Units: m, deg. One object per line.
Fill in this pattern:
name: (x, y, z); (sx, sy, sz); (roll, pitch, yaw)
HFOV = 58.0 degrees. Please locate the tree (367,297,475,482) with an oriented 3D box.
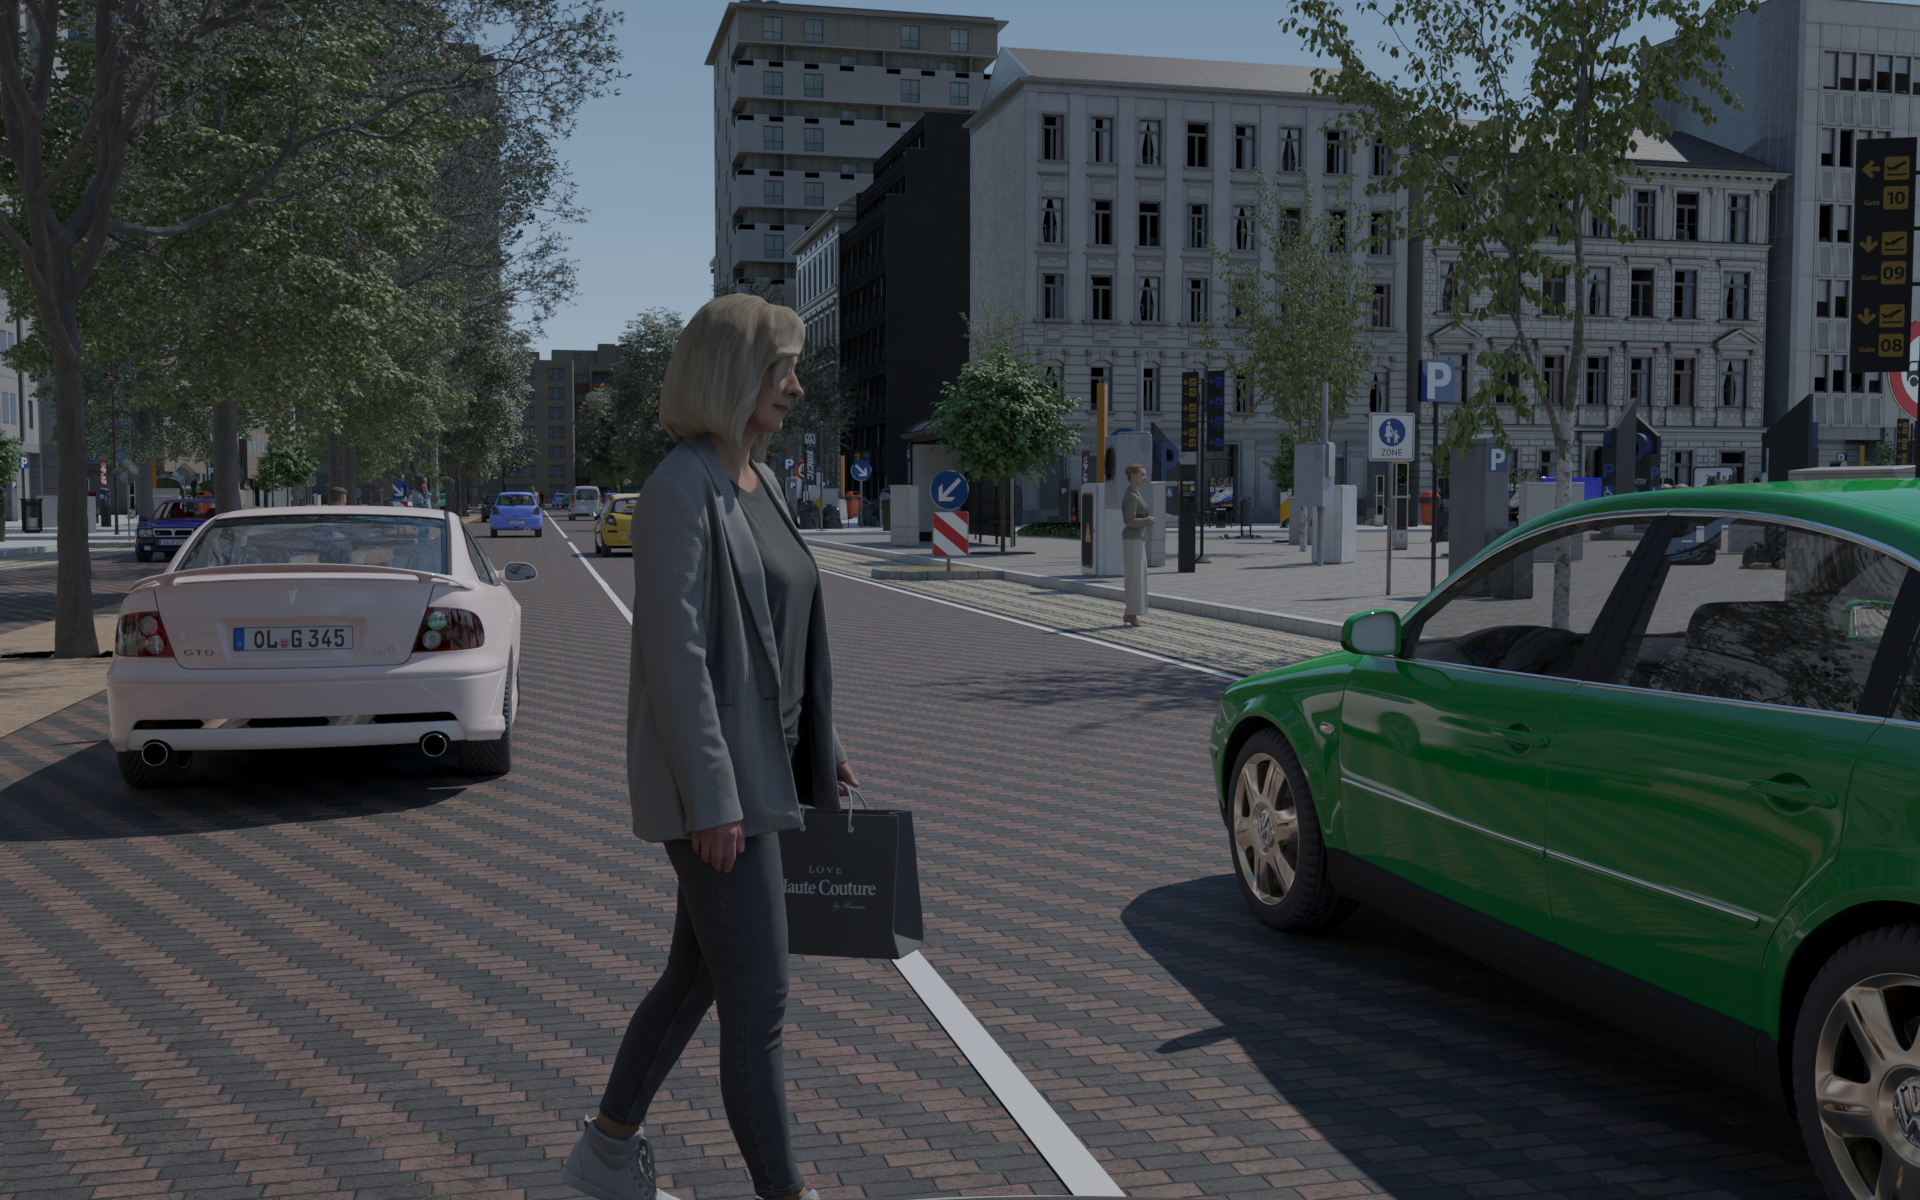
tree: (-19.523, -6.701, 62.374); (4.360, 8.622, 3.978); (0, 3, 0)

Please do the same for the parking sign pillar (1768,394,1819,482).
parking sign pillar: (22.673, -3.589, 47.144); (1.447, 3.967, 1.447); (-1, 4, -23)

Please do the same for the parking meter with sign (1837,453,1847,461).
parking meter with sign: (38.058, -4.718, 73.394); (1.738, 3.016, 0.543); (-1, 4, -12)

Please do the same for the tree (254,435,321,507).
tree: (-36.429, -6.732, 93.780); (4.285, 4.588, 4.351); (0, 3, 0)

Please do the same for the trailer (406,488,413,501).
trailer: (-50.301, -9.282, 158.811); (1.471, 1.999, 3.904); (-1, 4, -15)

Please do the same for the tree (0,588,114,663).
tree: (-7.672, -6.226, 14.627); (12.009, 13.543, 11.850); (0, 3, 0)

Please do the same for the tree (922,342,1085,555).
tree: (0.853, -3.269, 37.157); (4.285, 4.588, 4.351); (0, 3, 0)

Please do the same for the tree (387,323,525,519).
tree: (-28.686, -10.448, 99.030); (9.928, 11.665, 9.643); (0, 3, 0)

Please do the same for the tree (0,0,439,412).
tree: (-10.386, -6.332, 24.111); (7.486, 12.596, 7.792); (0, 3, 0)

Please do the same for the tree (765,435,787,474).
tree: (-14.876, -10.842, 127.632); (4.737, 8.622, 4.395); (0, 3, 0)

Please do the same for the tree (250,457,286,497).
tree: (-35.975, -5.848, 90.218); (1.663, 3.219, 1.824); (0, 3, 0)

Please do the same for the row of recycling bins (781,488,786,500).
row of recycling bins: (-12.630, -7.009, 121.702); (1.069, 1.692, 3.534); (1, 4, 9)

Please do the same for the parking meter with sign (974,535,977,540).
parking meter with sign: (-0.377, -3.186, 48.345); (1.738, 3.016, 0.543); (-1, 4, -9)

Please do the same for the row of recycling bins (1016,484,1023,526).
row of recycling bins: (1.177, -3.879, 70.536); (3.534, 1.692, 1.069); (3, 5, 45)

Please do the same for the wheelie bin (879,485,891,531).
wheelie bin: (-2.406, -3.195, 60.153); (0.693, 1.594, 0.980); (1, 4, 14)

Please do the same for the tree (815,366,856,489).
tree: (-7.470, -8.866, 95.322); (4.360, 8.622, 3.978); (0, 3, 0)

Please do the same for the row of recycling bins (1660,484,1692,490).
row of recycling bins: (29.037, -3.891, 70.731); (1.069, 1.692, 3.534); (-1, 4, -23)

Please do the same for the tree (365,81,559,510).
tree: (-24.634, -13.351, 76.641); (12.611, 20.169, 13.585); (0, 3, 0)

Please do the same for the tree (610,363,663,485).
tree: (-26.534, -14.132, 149.184); (7.486, 12.596, 7.792); (0, 3, 0)

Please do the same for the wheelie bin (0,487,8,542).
wheelie bin: (-25.916, -2.357, 46.445); (0.693, 1.594, 0.980); (-2, 4, -29)

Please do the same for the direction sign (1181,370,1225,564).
direction sign: (4.477, -2.446, 31.982); (0.876, 3.537, 0.379); (3, 4, 36)

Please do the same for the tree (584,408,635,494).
tree: (-33.526, -14.544, 172.199); (8.767, 10.594, 7.601); (1, 4, 22)

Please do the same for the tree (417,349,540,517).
tree: (-31.263, -11.562, 108.509); (9.611, 12.733, 9.660); (0, 3, 0)

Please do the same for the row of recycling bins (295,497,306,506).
row of recycling bins: (-46.879, -7.043, 122.266); (1.069, 1.692, 3.534); (-1, 4, -15)

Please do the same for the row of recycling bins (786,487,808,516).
row of recycling bins: (-8.937, -5.940, 104.225); (1.069, 1.692, 3.534); (2, 4, 27)

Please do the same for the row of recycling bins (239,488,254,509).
row of recycling bins: (-48.510, -6.561, 114.383); (3.534, 1.692, 1.069); (-1, 4, -12)

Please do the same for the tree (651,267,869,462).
tree: (-7.934, -8.342, 70.801); (8.767, 10.594, 7.601); (-1, 4, -16)

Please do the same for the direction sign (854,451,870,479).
direction sign: (-5.218, -6.117, 92.006); (0.876, 3.537, 0.379); (-2, 4, -25)

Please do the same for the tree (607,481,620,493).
tree: (-41.286, -12.977, 206.768); (1.663, 3.219, 1.824); (0, 3, 0)

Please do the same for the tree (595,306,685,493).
tree: (-19.430, -12.866, 117.010); (9.857, 13.997, 8.962); (0, 3, 0)

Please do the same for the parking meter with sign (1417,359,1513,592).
parking meter with sign: (6.532, -1.564, 21.828); (0.543, 3.016, 1.738); (-2, 4, -24)

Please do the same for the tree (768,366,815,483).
tree: (-9.336, -7.789, 77.717); (4.360, 8.622, 3.978); (0, 3, 0)

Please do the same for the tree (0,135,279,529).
tree: (-29.210, -9.504, 62.054); (9.857, 13.997, 8.962); (0, 3, 0)

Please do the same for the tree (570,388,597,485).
tree: (-39.934, -17.849, 198.488); (9.857, 13.997, 8.962); (0, 3, 0)

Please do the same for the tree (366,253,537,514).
tree: (-26.279, -10.990, 88.802); (9.857, 13.997, 8.962); (0, 3, 0)

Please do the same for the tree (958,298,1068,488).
tree: (1.741, -7.021, 65.155); (4.737, 8.622, 4.395); (0, 3, 0)

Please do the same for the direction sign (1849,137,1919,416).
direction sign: (6.151, -1.166, 11.062); (0.876, 3.537, 0.379); (1, 4, 12)

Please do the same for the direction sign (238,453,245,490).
direction sign: (-39.294, -6.285, 94.763); (0.379, 3.537, 0.876); (-3, 5, -42)

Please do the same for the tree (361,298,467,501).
tree: (-18.587, -6.422, 57.825); (4.737, 8.622, 4.395); (0, 3, 0)

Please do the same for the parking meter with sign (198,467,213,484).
parking meter with sign: (-48.886, -7.076, 111.945); (0.543, 3.016, 1.738); (1, 4, 12)

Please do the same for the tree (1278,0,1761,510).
tree: (5.183, -3.977, 15.392); (4.737, 8.622, 4.395); (0, 3, 0)

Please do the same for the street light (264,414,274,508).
street light: (-34.859, -7.032, 87.754); (0.468, 5.910, 1.993); (-1, 4, -14)

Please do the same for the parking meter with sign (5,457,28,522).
parking meter with sign: (-44.384, -5.167, 80.740); (1.738, 3.016, 0.543); (0, 4, 8)

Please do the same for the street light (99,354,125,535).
street light: (-26.610, -4.997, 54.487); (0.468, 5.910, 1.993); (-1, 4, -14)

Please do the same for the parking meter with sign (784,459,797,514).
parking meter with sign: (-8.188, -5.379, 84.204); (0.543, 3.016, 1.738); (-1, 4, -13)

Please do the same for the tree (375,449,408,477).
tree: (-59.857, -15.363, 185.591); (8.767, 10.594, 7.601); (2, 4, 26)
